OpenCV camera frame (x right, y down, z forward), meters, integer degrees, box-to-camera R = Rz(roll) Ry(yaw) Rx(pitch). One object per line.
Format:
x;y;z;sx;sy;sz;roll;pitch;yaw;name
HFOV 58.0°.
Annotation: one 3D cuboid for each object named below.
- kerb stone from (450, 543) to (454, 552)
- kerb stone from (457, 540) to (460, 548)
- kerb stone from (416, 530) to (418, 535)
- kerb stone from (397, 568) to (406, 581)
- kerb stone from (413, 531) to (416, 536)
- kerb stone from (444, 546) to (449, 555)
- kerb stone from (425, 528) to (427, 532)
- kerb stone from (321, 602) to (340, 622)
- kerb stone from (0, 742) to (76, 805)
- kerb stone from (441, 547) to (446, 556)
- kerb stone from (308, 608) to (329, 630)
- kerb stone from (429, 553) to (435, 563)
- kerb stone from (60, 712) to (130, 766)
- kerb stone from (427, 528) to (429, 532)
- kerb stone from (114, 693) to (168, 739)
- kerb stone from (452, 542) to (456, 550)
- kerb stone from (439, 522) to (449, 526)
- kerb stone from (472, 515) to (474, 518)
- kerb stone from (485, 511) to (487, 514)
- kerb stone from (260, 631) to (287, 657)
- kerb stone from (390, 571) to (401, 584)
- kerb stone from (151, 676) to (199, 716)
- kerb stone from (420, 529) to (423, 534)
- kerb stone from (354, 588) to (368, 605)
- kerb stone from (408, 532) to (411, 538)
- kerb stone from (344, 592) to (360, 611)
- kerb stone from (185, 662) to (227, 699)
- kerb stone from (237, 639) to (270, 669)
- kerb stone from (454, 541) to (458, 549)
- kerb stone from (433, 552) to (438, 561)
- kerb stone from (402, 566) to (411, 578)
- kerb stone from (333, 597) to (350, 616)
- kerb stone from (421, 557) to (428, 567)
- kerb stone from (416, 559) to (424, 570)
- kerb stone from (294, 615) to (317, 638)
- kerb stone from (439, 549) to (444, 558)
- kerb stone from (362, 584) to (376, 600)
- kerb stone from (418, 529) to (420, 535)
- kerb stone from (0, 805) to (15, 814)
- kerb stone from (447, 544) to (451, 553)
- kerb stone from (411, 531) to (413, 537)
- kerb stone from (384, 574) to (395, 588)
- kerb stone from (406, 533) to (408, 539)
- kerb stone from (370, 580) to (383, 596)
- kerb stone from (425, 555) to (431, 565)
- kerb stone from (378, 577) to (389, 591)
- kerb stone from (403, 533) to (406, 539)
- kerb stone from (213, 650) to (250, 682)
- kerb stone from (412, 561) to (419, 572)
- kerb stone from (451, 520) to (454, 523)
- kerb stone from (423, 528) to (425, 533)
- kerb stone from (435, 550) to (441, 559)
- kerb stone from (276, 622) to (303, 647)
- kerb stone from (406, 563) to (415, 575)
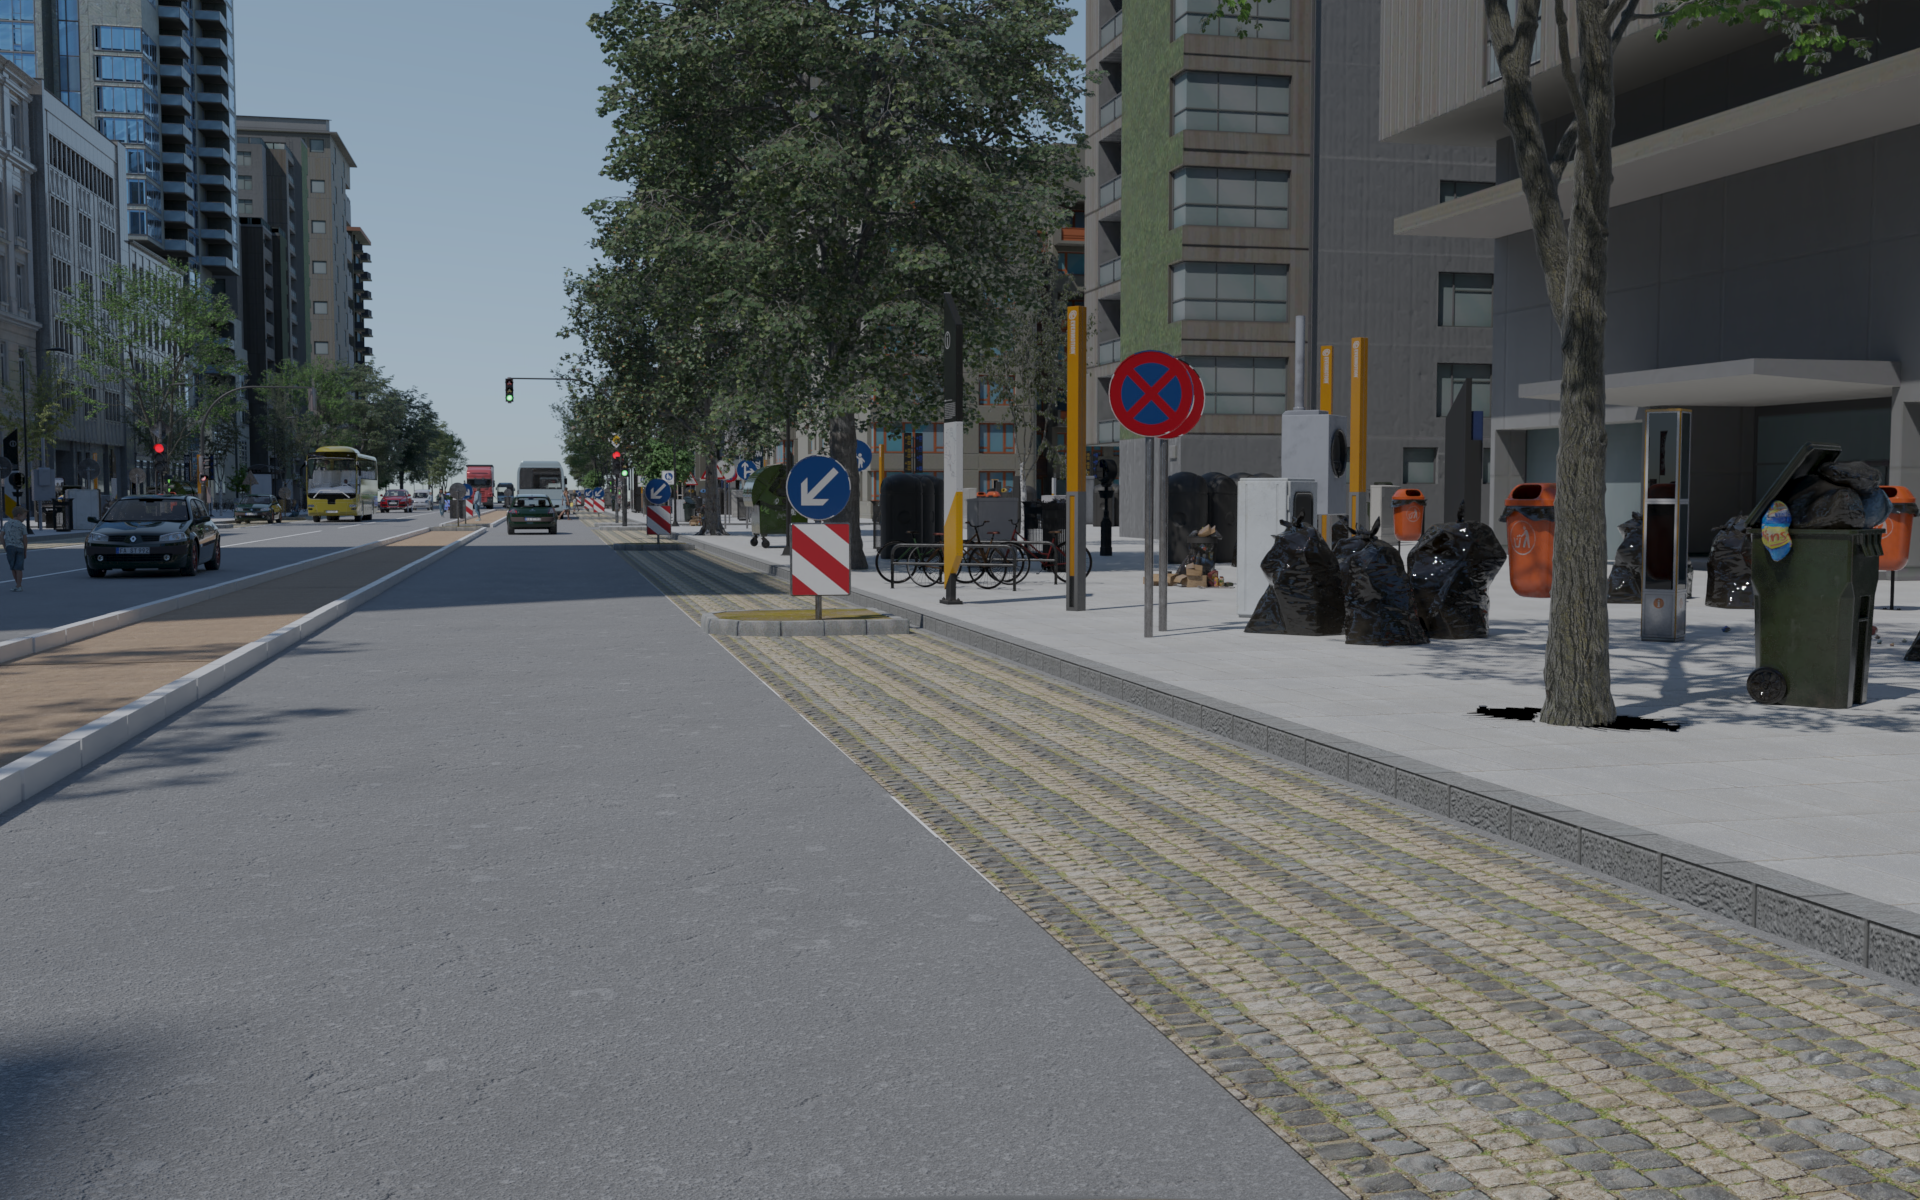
-12.573;-1.240;42.470;0.120;0.150;1.000;-1;4;-13;kerb stone
-13.279;-1.423;45.456;0.120;0.150;1.000;-1;4;-13;kerb stone
-18.618;-2.245;58.904;0.120;0.150;1.000;-1;4;-13;kerb stone
-9.262;-0.386;28.501;0.120;0.150;1.000;-1;4;-13;kerb stone
-18.382;-2.184;57.901;0.120;0.150;1.000;-1;4;-13;kerb stone
-12.095;-1.112;40.481;0.120;0.150;1.000;-1;4;-13;kerb stone
-19.556;-2.490;62.907;0.120;0.150;1.000;-1;4;-13;kerb stone
-7.148;0.163;19.531;0.120;0.150;1.000;-1;4;-13;kerb stone
-4.547;0.838;8.569;0.120;0.150;1.000;-1;4;-13;kerb stone
-11.858;-1.053;39.481;0.120;0.150;1.000;-1;4;-13;kerb stone
-6.908;0.224;18.537;0.120;0.150;1.000;-1;4;-13;kerb stone
-10.914;-0.809;35.493;0.120;0.150;1.000;-1;4;-13;kerb stone
-4.781;0.773;9.564;0.120;0.150;1.000;-1;4;-13;kerb stone
-19.800;-2.546;63.900;0.120;0.150;1.000;-1;4;-13;kerb stone
-5.019;0.716;10.558;0.120;0.150;1.000;-1;4;-13;kerb stone
-12.803;-1.301;43.467;0.120;0.150;1.000;-1;4;-13;kerb stone
-22.759;-3.315;76.402;0.120;0.150;1.000;-1;4;-13;kerb stone
-28.652;-4.835;101.335;0.120;0.150;1.000;-1;4;-13;kerb stone
-33.381;-6.061;121.306;0.120;0.150;1.000;-1;4;-13;kerb stone
-6.199;0.412;15.546;0.120;0.150;1.000;-1;4;-13;kerb stone
-9.025;-0.324;27.497;0.120;0.150;1.000;-1;4;-13;kerb stone
-5.257;0.653;11.555;0.120;0.150;1.000;-1;4;-13;kerb stone
-19.089;-2.368;60.906;0.120;0.150;1.000;-1;4;-13;kerb stone
-7.847;-0.020;22.517;0.120;0.150;1.000;-1;4;-13;kerb stone
-17.909;-2.056;55.903;0.120;0.150;1.000;-1;4;-13;kerb stone
-7.611;0.041;21.523;0.120;0.150;1.000;-1;4;-13;kerb stone
-5.487;0.590;12.551;0.120;0.150;1.000;-1;4;-13;kerb stone
-5.962;0.468;14.539;0.120;0.150;1.000;-1;4;-13;kerb stone
-13.047;-1.362;44.459;0.120;0.150;1.000;-1;4;-13;kerb stone
-11.151;-0.874;36.487;0.120;0.150;1.000;-1;4;-13;kerb stone
-9.499;-0.443;29.496;0.120;0.150;1.000;-1;4;-13;kerb stone
-7.382;0.102;20.527;0.120;0.150;1.000;-1;4;-13;kerb stone
-10.444;-0.691;33.493;0.120;0.150;1.000;-1;4;-13;kerb stone
-10.211;-0.630;32.496;0.120;0.150;1.000;-1;4;-13;kerb stone
-6.666;0.287;17.537;0.120;0.150;1.000;-1;4;-13;kerb stone
-11.623;-0.996;38.477;0.120;0.150;1.000;-1;4;-13;kerb stone
-8.082;-0.081;23.514;0.120;0.150;1.000;-1;4;-13;kerb stone
-18.854;-2.306;59.911;0.120;0.150;1.000;-1;4;-13;kerb stone
-4.316;0.895;7.566;0.120;0.150;1.000;-1;4;-13;kerb stone
-12.334;-1.179;41.476;0.120;0.150;1.000;-1;4;-13;kerb stone
-18.144;-2.118;56.907;0.120;0.150;1.000;-1;4;-13;kerb stone
-8.791;-0.263;26.502;0.120;0.150;1.000;-1;4;-13;kerb stone
-17.669;-1.998;54.904;0.120;0.150;1.000;-1;4;-13;kerb stone
-8.315;-0.142;24.512;0.120;0.150;1.000;-1;4;-13;kerb stone
-10.679;-0.746;34.489;0.120;0.150;1.000;-1;4;-13;kerb stone
-8.555;-0.200;25.507;0.120;0.150;1.000;-1;4;-13;kerb stone
-17.439;-1.939;53.906;0.120;0.150;1.000;-1;4;-13;kerb stone
-5.724;0.529;13.545;0.120;0.150;1.000;-1;4;-13;kerb stone
-9.981;-0.567;31.488;0.120;0.150;1.000;-1;4;-13;kerb stone
-23.696;-3.556;80.388;0.120;0.150;1.000;-1;4;-13;kerb stone
-19.325;-2.426;61.901;0.120;0.150;1.000;-1;4;-13;kerb stone
-11.387;-0.935;37.483;0.120;0.150;1.000;-1;4;-13;kerb stone
-6.437;0.351;16.540;0.120;0.150;1.000;-1;4;-13;kerb stone
-9.739;-0.508;30.493;0.120;0.150;1.000;-1;4;-13;kerb stone
